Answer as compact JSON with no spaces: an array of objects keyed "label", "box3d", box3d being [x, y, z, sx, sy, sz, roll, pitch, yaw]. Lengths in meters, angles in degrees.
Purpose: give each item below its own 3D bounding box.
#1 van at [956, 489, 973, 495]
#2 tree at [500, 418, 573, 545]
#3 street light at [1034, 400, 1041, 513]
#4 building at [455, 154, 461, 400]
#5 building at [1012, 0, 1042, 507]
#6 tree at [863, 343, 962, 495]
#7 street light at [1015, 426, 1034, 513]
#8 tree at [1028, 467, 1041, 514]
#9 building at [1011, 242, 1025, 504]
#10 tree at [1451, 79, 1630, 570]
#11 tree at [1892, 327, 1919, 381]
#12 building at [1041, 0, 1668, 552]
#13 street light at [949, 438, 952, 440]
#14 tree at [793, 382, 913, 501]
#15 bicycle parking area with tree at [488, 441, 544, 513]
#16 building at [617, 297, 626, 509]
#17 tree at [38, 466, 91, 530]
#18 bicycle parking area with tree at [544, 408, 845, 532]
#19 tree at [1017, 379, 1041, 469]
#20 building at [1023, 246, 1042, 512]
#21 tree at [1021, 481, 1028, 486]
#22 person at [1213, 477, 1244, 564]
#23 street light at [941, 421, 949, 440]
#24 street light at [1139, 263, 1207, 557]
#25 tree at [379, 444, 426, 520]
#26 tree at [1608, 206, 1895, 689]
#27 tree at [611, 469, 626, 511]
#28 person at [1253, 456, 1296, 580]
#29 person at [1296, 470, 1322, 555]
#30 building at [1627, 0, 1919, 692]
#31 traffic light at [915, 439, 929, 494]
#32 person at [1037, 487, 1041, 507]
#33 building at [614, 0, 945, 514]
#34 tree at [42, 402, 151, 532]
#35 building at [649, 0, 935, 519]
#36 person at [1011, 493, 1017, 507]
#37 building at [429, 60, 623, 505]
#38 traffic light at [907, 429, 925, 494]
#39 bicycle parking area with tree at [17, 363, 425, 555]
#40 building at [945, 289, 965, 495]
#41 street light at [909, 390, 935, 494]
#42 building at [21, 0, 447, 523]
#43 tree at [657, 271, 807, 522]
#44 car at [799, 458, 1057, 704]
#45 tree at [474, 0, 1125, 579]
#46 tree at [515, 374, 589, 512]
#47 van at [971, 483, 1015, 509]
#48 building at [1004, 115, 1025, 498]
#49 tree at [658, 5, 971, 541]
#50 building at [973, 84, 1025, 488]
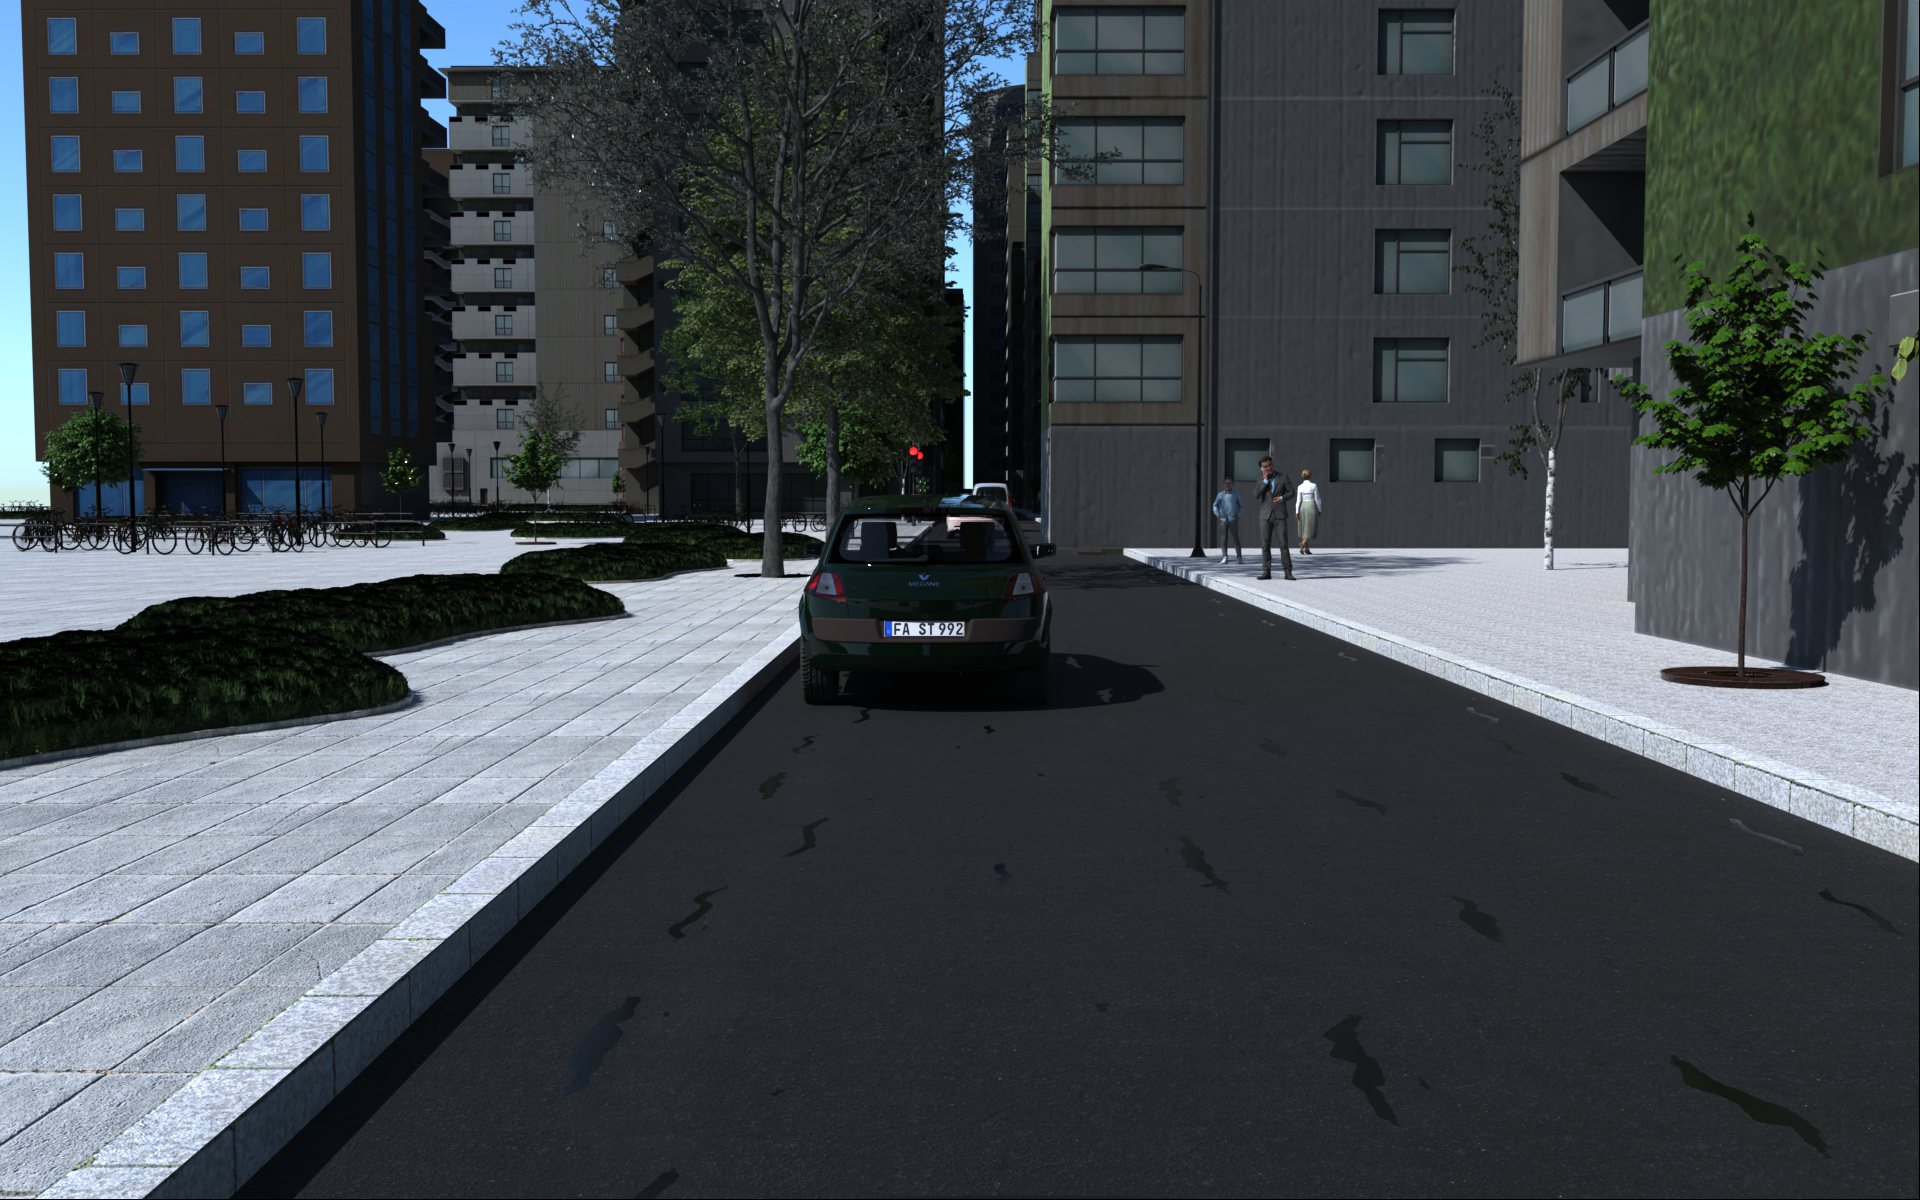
[{"label":"van","box3d":[0.655,-11.902,198.989,2.240,2.365,5.245,0,4,2]},{"label":"tree","box3d":[-10.909,-3.038,44.267,1.663,3.219,1.824,0,3,0]},{"label":"street light","box3d":[4.566,-6.910,85.512,1.470,5.913,1.316,0,4,0]},{"label":"building","box3d":[-69.110,-34.895,220.648,14.200,45.320,14.600,0,4,0]},{"label":"building","box3d":[16.031,-45.402,180.581,20.563,71.187,20.611,0,4,0]},{"label":"tree","box3d":[-2.845,-8.068,82.275,4.737,8.622,4.395,0,3,0]},{"label":"street light","box3d":[4.582,-8.945,118.785,1.470,5.913,1.316,0,4,0]},{"label":"tree","box3d":[5.798,-7.354,114.847,1.663,3.219,1.824,0,3,0]},{"label":"building","box3d":[12.811,-26.150,199.259,14.160,30.474,14.107,0,4,0]},{"label":"tree","box3d":[10.167,-4.822,29.205,4.360,8.622,3.978,0,3,0]},{"label":"tree","box3d":[5.122,-3.402,5.987,4.737,8.622,4.395,0,3,0]},{"label":"building","box3d":[9.170,-22.191,46.414,14.154,41.232,14.086,0,4,0]},{"label":"street light","box3d":[-1.405,-10.519,144.522,1.470,5.913,1.316,0,4,0]},{"label":"tree","box3d":[-3.050,-4.047,49.883,4.285,4.588,4.351,0,3,0]},{"label":"bicycle parking area with tree","box3d":[-26.832,-6.684,96.281,9.016,4.147,8.231,-2,4,-30]},{"label":"building","box3d":[-16.198,-19.676,166.740,27.650,21.520,28.899,0,4,0]},{"label":"tree","box3d":[-32.098,-4.155,62.538,1.663,3.219,1.824,0,3,0]},{"label":"bicycle parking area with tree","box3d":[-8.679,-4.451,59.771,9.016,4.147,8.231,-2,4,-29]},{"label":"tree","box3d":[5.744,-9.647,108.088,4.360,8.622,3.978,0,3,0]},{"label":"building","box3d":[19.220,-17.760,135.411,27.650,21.520,28.899,0,4,0]},{"label":"tree","box3d":[6.464,-9.791,154.685,1.663,3.219,1.824,0,3,0]},{"label":"person","box3d":[4.932,-1.466,31.821,0.589,1.601,0.330,1,4,19]},{"label":"street light","box3d":[-1.621,-8.445,110.615,1.470,5.913,1.316,0,4,0]},{"label":"street light","box3d":[4.297,-3.822,35.028,1.470,5.913,1.316,0,4,0]},{"label":"tree","box3d":[-21.279,-4.338,65.536,1.663,3.219,1.824,0,3,0]},{"label":"tree","box3d":[5.226,-1.050,11.773,1.663,3.219,1.824,0,3,0]},{"label":"tree","box3d":[-25.989,-8.353,131.171,1.663,3.219,1.824,0,3,0]},{"label":"person","box3d":[4.699,-1.223,25.839,0.655,1.846,0.447,1,4,17]},{"label":"person","box3d":[7.311,-1.850,36.519,0.478,1.798,0.641,3,5,44]},{"label":"building","box3d":[13.270,-20.358,16.444,14.154,41.232,14.086,0,4,0]},{"label":"traffic light","box3d":[-1.788,-5.382,76.919,0.839,4.253,0.868,0,4,0]},{"label":"person","box3d":[4.882,-5.697,99.863,0.731,1.740,0.598,-2,4,-25]},{"label":"building","box3d":[-11.822,-30.260,118.460,21.300,48.544,21.600,0,4,0]},{"label":"tree","box3d":[-29.400,-4.615,59.170,4.285,4.588,4.351,0,3,0]},{"label":"building","box3d":[-8.486,-19.663,93.193,14.160,30.474,14.107,0,4,0]},{"label":"person","box3d":[5.321,-9.771,168.981,0.799,1.438,0.628,2,4,29]},{"label":"building","box3d":[-47.977,-38.177,213.433,27.495,52.752,28.713,0,4,0]},{"label":"traffic light","box3d":[-1.818,-4.894,68.934,0.839,4.253,0.868,0,4,0]},{"label":"bicycle parking area with tree","box3d":[-17.430,-3.273,40.520,9.016,4.147,8.231,2,4,33]},{"label":"building","box3d":[-6.335,-28.842,243.268,14.107,30.474,14.160,0,4,0]},{"label":"street light","box3d":[-1.698,-6.410,77.343,1.470,5.913,1.316,0,4,0]},{"label":"building","box3d":[-33.278,-26.376,81.353,14.200,45.320,14.600,0,4,0]},{"label":"tree","box3d":[-10.475,-9.492,80.943,9.928,11.665,9.643,0,3,0]},{"label":"car","box3d":[-0.236,-0.211,13.231,2.009,1.686,4.222,0,4,0]},{"label":"tree","box3d":[-2.755,-7.088,26.255,12.009,13.543,11.850,0,3,0]},{"label":"tree","box3d":[-24.982,-9.525,106.097,4.360,8.622,3.978,0,3,0]},{"label":"van","box3d":[1.156,-3.685,67.266,2.013,2.044,4.112,0,4,-1]},{"label":"building","box3d":[16.408,-36.271,216.734,21.300,48.544,21.600,0,4,0]},{"label":"tree","box3d":[-3.437,-7.524,41.138,7.486,12.596,7.792,0,3,0]},{"label":"building","box3d":[15.964,-43.000,245.044,28.212,58.520,21.231,0,4,0]}]
